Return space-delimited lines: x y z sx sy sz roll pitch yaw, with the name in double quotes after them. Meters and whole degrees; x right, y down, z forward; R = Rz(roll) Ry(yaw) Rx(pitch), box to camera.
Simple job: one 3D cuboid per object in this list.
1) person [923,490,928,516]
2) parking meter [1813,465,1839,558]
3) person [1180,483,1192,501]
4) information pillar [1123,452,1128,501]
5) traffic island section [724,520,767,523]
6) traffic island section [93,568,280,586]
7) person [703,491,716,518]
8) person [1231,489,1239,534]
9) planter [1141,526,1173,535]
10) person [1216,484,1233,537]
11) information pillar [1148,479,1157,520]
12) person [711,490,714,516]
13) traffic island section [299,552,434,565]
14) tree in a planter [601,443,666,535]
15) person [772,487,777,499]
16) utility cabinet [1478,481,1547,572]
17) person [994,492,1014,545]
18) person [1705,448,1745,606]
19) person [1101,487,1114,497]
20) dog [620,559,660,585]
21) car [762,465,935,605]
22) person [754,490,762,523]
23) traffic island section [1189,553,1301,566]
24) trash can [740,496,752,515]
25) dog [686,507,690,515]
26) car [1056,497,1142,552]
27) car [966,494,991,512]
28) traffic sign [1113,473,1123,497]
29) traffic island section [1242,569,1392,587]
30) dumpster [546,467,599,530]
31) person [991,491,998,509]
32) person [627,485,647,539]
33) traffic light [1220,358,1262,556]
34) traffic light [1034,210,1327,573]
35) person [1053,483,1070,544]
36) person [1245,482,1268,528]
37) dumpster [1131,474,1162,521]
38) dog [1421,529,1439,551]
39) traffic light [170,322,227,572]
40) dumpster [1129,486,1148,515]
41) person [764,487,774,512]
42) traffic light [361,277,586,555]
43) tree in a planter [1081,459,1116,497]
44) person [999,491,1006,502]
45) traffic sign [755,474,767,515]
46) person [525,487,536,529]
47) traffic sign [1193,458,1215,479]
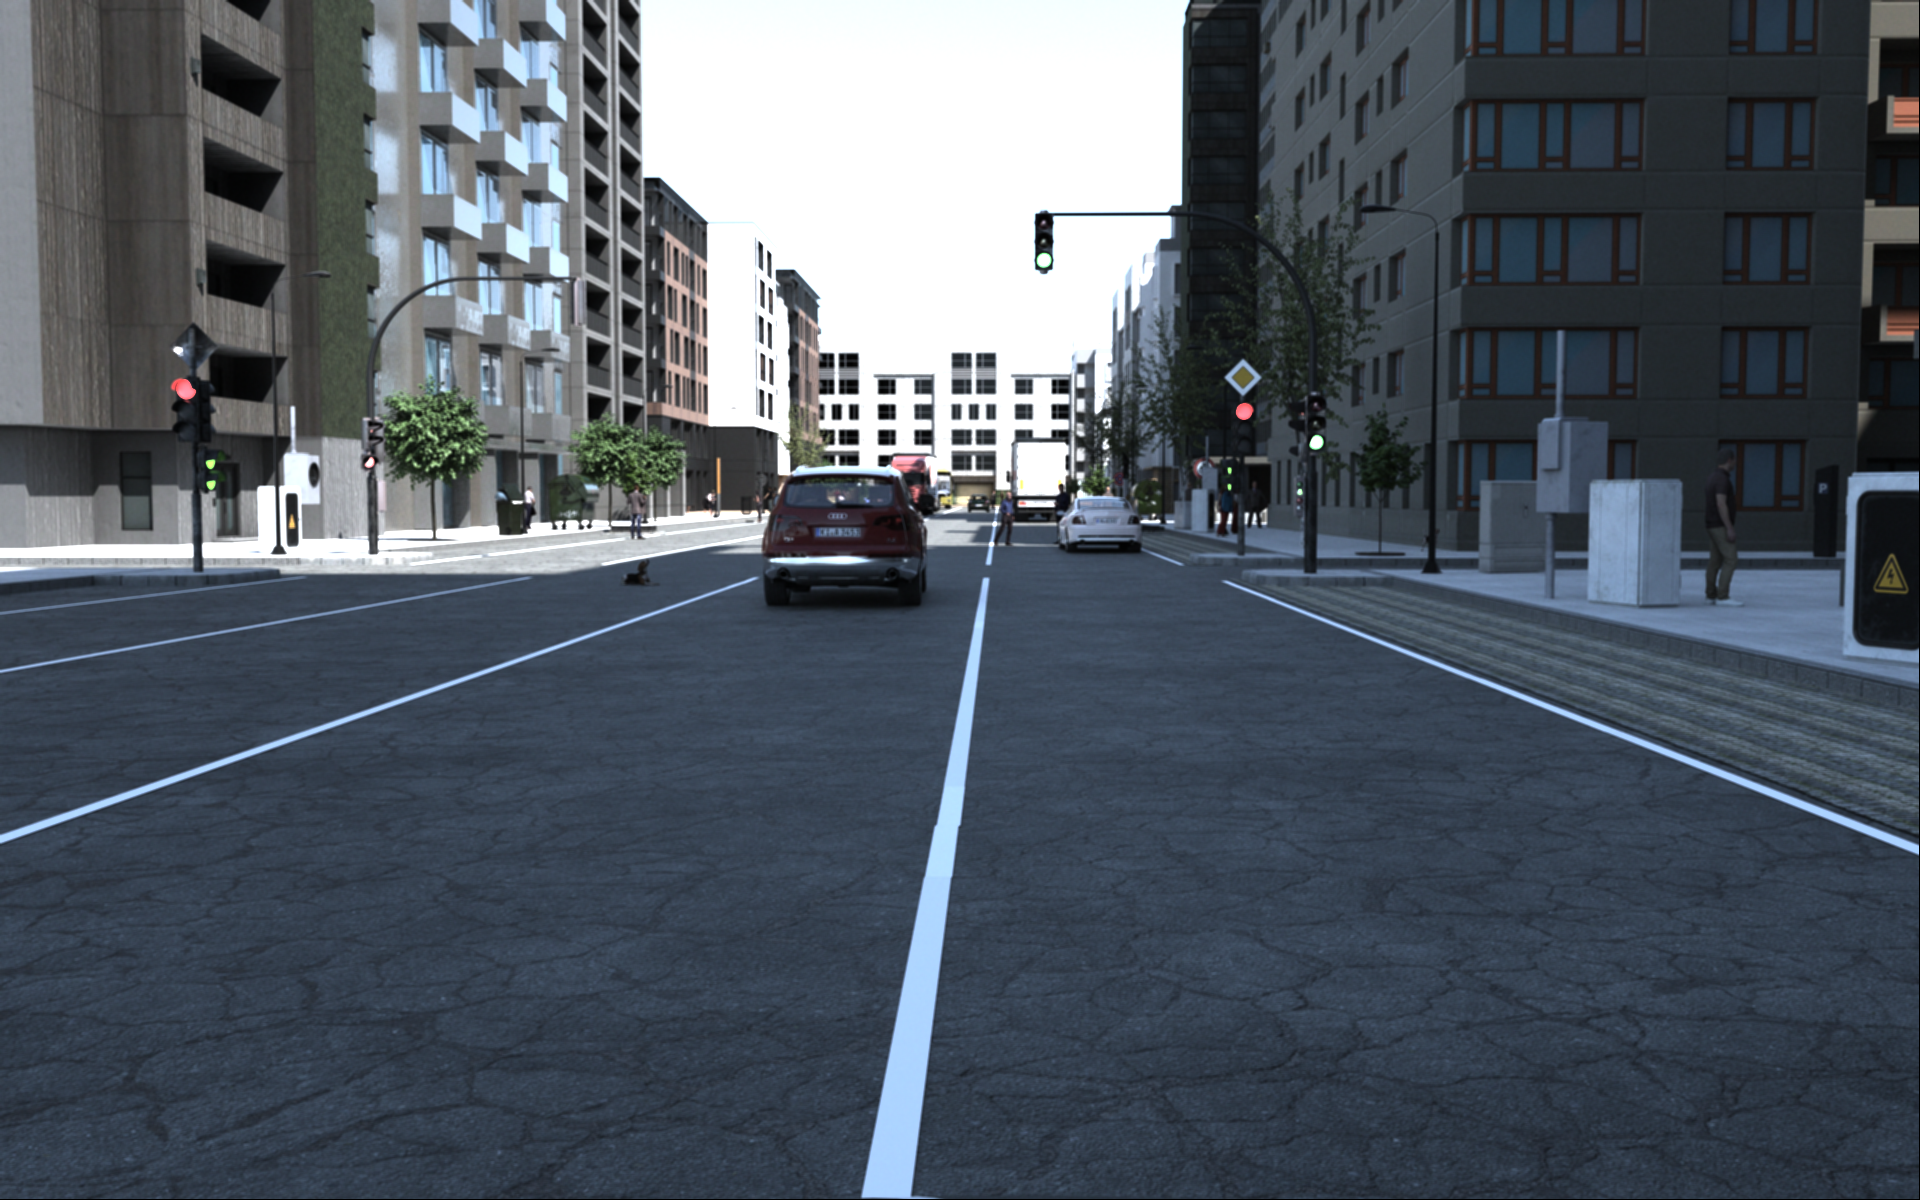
-2.320 -6.392 113.722 0.721 1.735 1.217 1 4 10 "person"
17.505 -1.793 35.031 0.255 1.863 0.399 -2 4 -31 "parking meter"
9.554 -4.002 72.035 0.990 1.755 0.434 2 4 33 "person"
9.147 -6.385 95.748 0.183 3.616 0.504 2 4 31 "information pillar"
-10.881 -4.001 88.282 1.991 0.108 1.994 0 4 1 "traffic island section"
-12.562 -0.382 28.528 2.009 0.180 2.903 0 4 1 "traffic island section"
-13.169 -5.011 91.166 0.799 1.438 0.628 0 4 6 "person"
8.920 -2.889 55.744 0.387 1.526 0.523 1 4 15 "person"
6.453 -2.453 61.242 1.991 0.319 1.994 0 4 1 "planter"
7.923 -2.697 51.836 0.593 1.614 0.444 -1 4 -17 "person"
9.415 -4.901 84.622 0.304 2.012 0.304 -2 4 -31 "information pillar"
-14.177 -5.595 100.056 0.613 1.512 0.480 0 4 -2 "person"
-12.380 -0.870 36.511 2.009 0.180 2.903 0 4 1 "traffic island section"
-11.492 -3.911 61.164 1.991 3.239 1.994 0 4 1 "tree in a planter"
-14.791 -8.071 137.998 0.705 1.824 1.348 -1 4 -10 "person"
9.060 -1.199 28.286 1.173 1.500 0.318 -1 4 -22 "utility cabinet"
1.287 -2.264 48.213 0.574 1.496 0.600 -1 4 -17 "person"
8.824 -0.845 19.981 0.434 1.807 0.598 1 4 20 "person"
6.950 -4.450 81.803 0.990 1.755 0.434 0 4 0 "person"
-5.084 -0.441 27.400 0.550 0.427 0.748 -1 4 -21 "dog"
-1.498 -0.927 23.826 2.281 1.827 5.304 0 3 0 "car"
-10.118 -4.697 86.760 0.415 1.643 0.593 -1 4 -17 "person"
5.877 -0.845 36.092 2.009 0.180 2.903 0 4 1 "traffic island section"
-12.990 -5.729 105.320 0.748 1.137 0.748 0 3 0 "trash can"
-16.855 -5.469 106.242 0.406 0.507 0.540 1 4 22 "dog"
3.518 -1.929 43.901 2.083 1.381 4.827 0 4 0 "car"
1.483 -7.760 136.654 2.009 1.686 4.222 0 4 0 "car"
9.479 -6.276 102.718 0.768 2.556 0.104 0 4 6 "traffic sign"
5.695 -0.356 28.109 2.009 0.180 2.903 0 4 1 "traffic island section"
-13.864 -3.636 61.934 1.502 2.255 1.985 0 4 1 "dumpster"
3.402 -9.730 168.118 0.750 1.759 0.617 -1 4 -19 "person"
-10.254 -2.797 55.048 0.655 1.722 0.431 2 4 24 "person"
5.837 -2.878 35.979 0.839 4.253 0.868 0 4 1 "traffic light"
3.562 -3.256 27.902 4.771 5.953 1.251 0 4 1 "traffic light"
2.872 -2.464 49.485 0.576 1.737 0.504 2 4 35 "person"
11.178 -3.604 65.515 0.990 1.755 0.434 0 4 3 "person"
9.051 -4.940 83.265 1.502 2.255 1.985 0 4 1 "dumpster"
10.549 -1.346 38.830 0.540 0.507 0.406 3 4 37 "dog"
-12.522 -2.414 28.392 0.839 4.253 0.868 0 4 1 "traffic light"
9.274 -5.020 87.832 1.264 1.857 1.865 0 4 1 "dumpster"
-13.536 -7.174 123.349 0.705 1.822 1.348 2 4 26 "person"
-10.247 -3.773 36.363 4.771 5.953 1.251 0 4 1 "traffic light"
7.072 -5.598 88.749 1.991 3.239 1.994 0 4 1 "tree in a planter"
4.626 -10.934 187.787 0.721 1.766 1.217 3 5 44 "person"
-12.433 -6.619 108.334 0.768 2.556 0.104 1 4 9 "traffic sign"
-15.718 -3.350 63.031 0.614 1.554 0.590 3 4 36 "person"
8.541 -3.699 60.585 0.768 2.556 0.104 0 4 5 "traffic sign"
